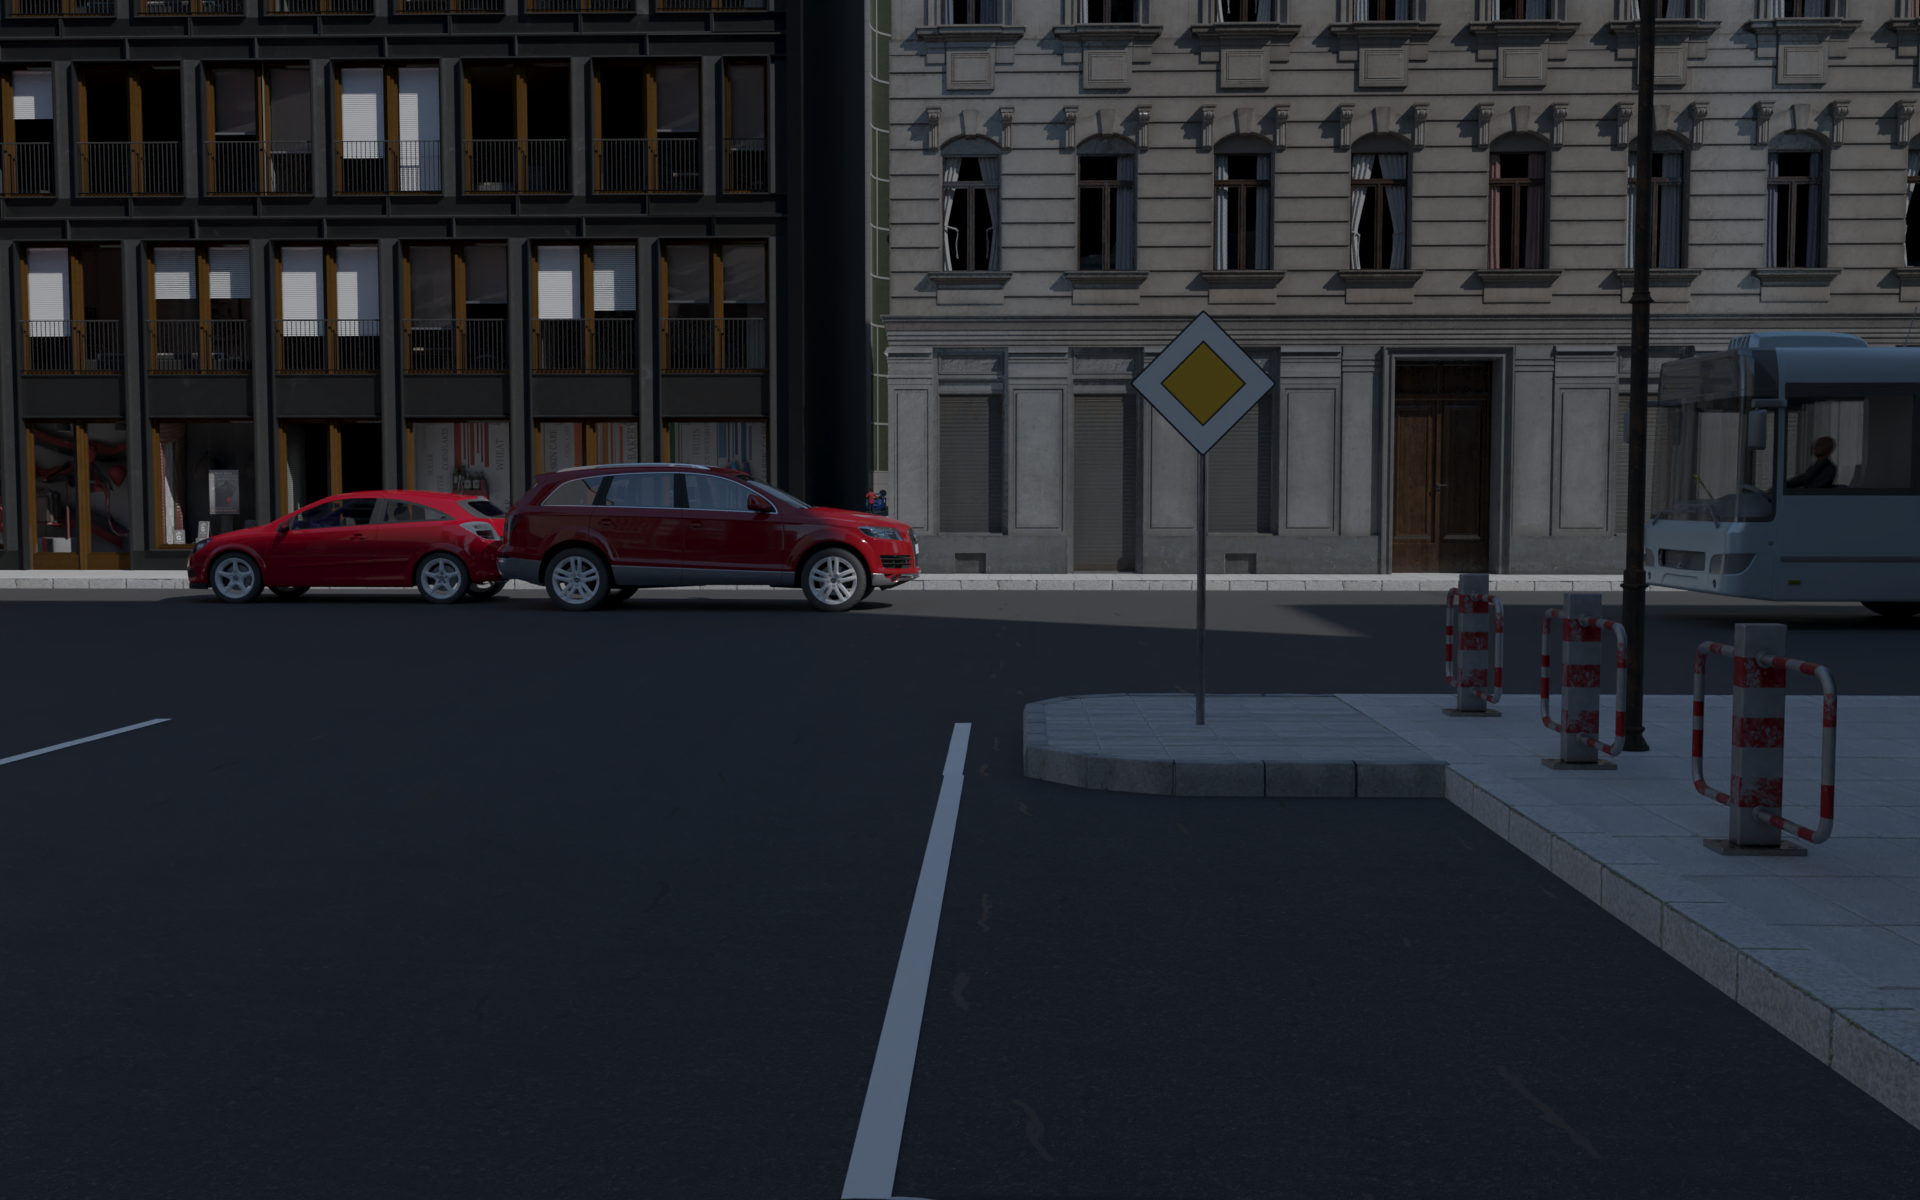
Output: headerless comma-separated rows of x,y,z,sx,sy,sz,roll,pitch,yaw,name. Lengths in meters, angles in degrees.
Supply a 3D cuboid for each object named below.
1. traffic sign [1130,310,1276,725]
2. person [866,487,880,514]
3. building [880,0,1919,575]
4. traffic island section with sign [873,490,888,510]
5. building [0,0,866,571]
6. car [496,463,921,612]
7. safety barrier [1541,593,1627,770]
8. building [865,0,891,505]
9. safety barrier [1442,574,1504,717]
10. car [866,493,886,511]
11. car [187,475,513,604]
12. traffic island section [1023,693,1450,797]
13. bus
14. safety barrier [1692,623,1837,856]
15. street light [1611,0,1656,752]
1.334,-0.363,9.577,0.795,2.450,0.064,0,4,2,traffic sign
-5.280,-5.734,102.190,1.348,1.831,0.705,-2,4,-33,person
7.856,-11.157,31.576,18.267,20.994,9.793,0,4,2,building
-6.737,-8.799,152.487,1.989,1.847,2.006,0,4,2,traffic island section with sign
-10.296,-12.511,34.232,15.834,23.373,12.332,0,4,2,building
-3.149,-0.815,22.000,5.304,1.827,2.281,0,4,2,car
2.909,0.377,8.115,0.300,0.817,1.120,0,4,2,safety barrier
-14.143,-46.374,196.473,20.611,71.187,20.563,0,4,2,building
2.972,0.259,10.036,0.300,0.817,1.120,0,4,2,safety barrier
-7.181,-8.312,145.494,1.945,1.707,3.694,0,4,1,car
-8.139,-0.878,23.400,4.494,1.783,2.155,0,4,3,car
1.358,0.772,9.654,2.009,0.180,2.903,0,4,2,traffic island section
13.795,-1.485,19.138,13.247,3.499,2.948,0,4,1,bus
2.855,0.494,6.198,0.300,0.817,1.120,0,4,2,safety barrier
3.370,-2.186,8.525,0.468,5.910,1.993,0,4,2,street light
